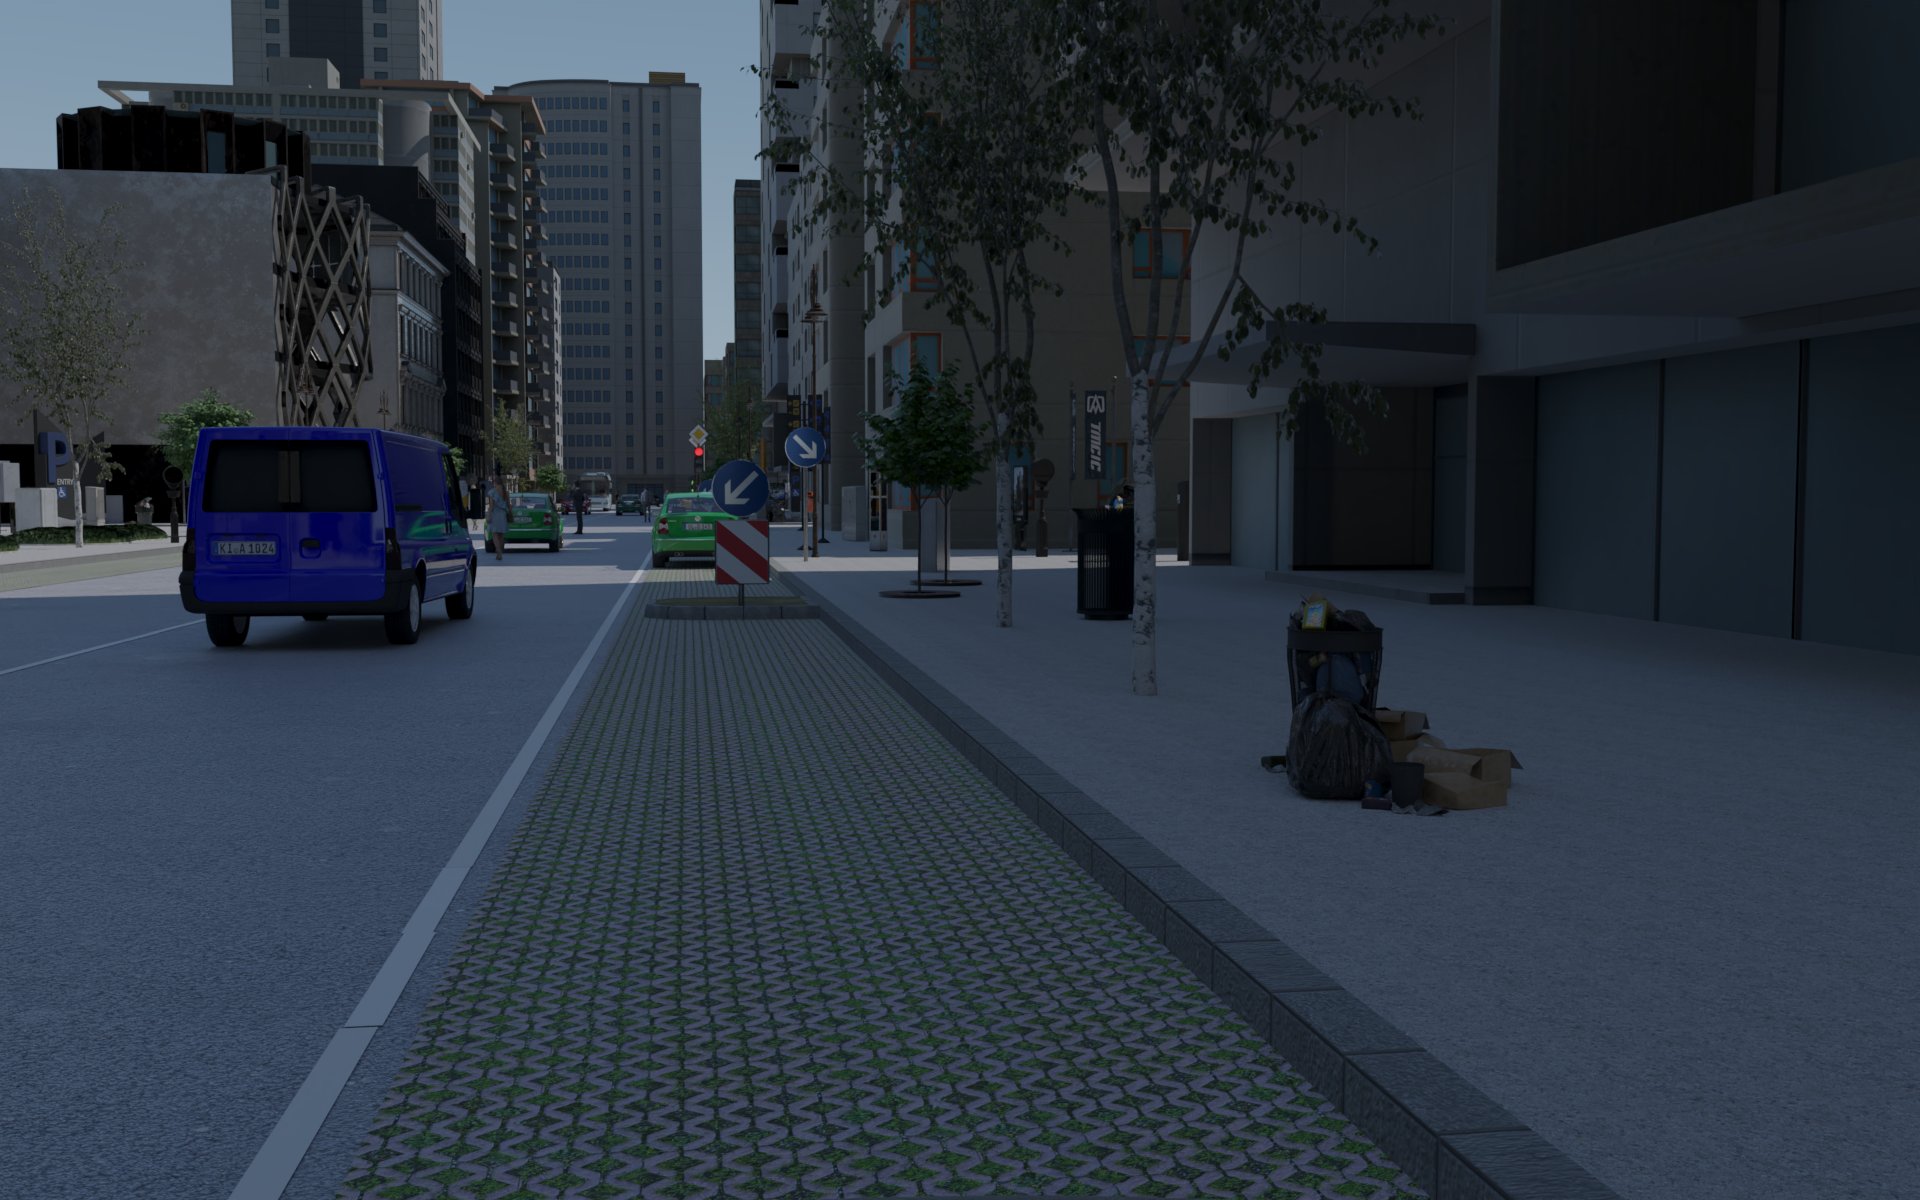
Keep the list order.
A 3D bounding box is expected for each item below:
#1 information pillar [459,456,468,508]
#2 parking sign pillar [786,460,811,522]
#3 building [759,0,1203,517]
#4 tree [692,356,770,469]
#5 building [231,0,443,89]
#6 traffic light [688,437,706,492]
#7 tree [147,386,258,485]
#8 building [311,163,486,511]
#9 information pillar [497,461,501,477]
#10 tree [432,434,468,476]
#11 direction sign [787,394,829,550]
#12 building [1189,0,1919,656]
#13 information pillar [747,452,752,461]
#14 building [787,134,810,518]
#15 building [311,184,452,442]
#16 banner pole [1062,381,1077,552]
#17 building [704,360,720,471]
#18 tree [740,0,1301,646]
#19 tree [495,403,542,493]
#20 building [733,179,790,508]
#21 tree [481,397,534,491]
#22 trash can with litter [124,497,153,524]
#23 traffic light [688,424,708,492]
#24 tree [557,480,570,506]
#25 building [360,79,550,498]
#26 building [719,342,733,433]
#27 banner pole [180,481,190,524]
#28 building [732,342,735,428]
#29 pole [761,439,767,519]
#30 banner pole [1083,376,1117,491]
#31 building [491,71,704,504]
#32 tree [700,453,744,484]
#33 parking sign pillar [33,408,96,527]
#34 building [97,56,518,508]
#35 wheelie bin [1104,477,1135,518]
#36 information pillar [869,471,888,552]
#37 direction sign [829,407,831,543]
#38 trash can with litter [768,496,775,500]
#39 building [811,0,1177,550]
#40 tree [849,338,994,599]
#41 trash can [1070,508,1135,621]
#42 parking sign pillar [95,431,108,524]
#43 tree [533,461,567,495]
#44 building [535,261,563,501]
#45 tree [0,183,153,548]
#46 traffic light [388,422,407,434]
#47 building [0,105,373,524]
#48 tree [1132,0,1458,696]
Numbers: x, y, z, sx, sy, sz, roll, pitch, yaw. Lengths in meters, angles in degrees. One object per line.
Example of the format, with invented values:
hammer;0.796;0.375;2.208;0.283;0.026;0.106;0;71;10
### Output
information pillar;-30.507;-7.034;106.360;0.504;3.616;0.183;-1;4;-20
parking sign pillar;-7.624;-5.607;80.142;1.447;3.967;1.447;0;4;-8
building;-0.489;-32.828;125.973;28.713;52.752;27.495;-1;4;-9
tree;-11.963;-8.644;91.699;4.737;8.622;4.395;0;3;0
building;-73.271;-47.029;207.170;20.611;71.187;20.563;-1;4;-9
traffic light;-11.772;-5.427;77.649;0.839;4.253;0.868;-1;4;-9
tree;-22.758;-4.207;52.493;4.285;4.588;4.351;0;3;0
building;-41.603;-18.050;124.796;12.332;23.373;15.834;-1;4;-9
information pillar;-32.982;-8.109;123.935;0.183;3.616;0.504;-2;4;-35
tree;-28.283;-6.711;93.444;4.285;4.588;4.351;0;3;0
direction sign;-3.541;-2.907;39.531;0.876;3.537;0.379;1;4;20
building;16.963;-26.300;19.237;28.713;52.752;27.495;-1;4;-9
information pillar;-11.592;-6.365;95.429;0.183;3.616;0.504;-3;4;-36
building;5.667;-15.395;96.741;28.899;21.520;27.650;-1;4;-9
building;-38.226;-14.868;107.714;10.561;19.102;19.286;-1;4;-9
banner pole;2.479;-2.942;38.122;0.401;3.779;0.863;0;4;-5
building;-22.529;-24.897;252.101;28.899;21.520;27.650;-1;4;-9
tree;0.212;-4.037;16.365;4.360;8.622;3.978;0;3;0
tree;-35.876;-11.595;139.947;4.360;8.622;3.978;0;3;0
building;-14.118;-23.886;162.235;14.160;30.474;14.107;-1;4;-9
tree;-34.262;-11.083;131.565;4.737;8.622;4.395;0;3;0
trash can with litter;-29.764;-3.135;62.647;1.055;1.170;0.624;0;4;-5
traffic light;-10.530;-4.944;69.760;0.839;4.253;0.868;-1;4;-9
tree;-44.160;-12.056;191.712;1.663;3.219;1.824;0;3;0
building;-56.089;-32.489;185.811;22.147;44.769;28.867;-1;4;-9
building;-15.119;-22.557;213.840;27.650;21.520;28.899;-1;4;-9
banner pole;-32.950;-5.132;73.923;0.401;3.779;0.863;2;4;29
building;-9.629;-20.789;184.939;27.650;21.520;28.899;-1;4;-9
pole;-7.252;-4.291;63.998;0.158;3.312;0.155;0;3;0
banner pole;3.040;-2.863;36.821;0.863;3.779;0.401;0;4;-6
building;-50.452;-42.914;243.635;28.212;58.520;21.231;-1;4;-9
tree;-16.702;-8.642;125.015;4.285;4.588;4.351;0;3;0
parking sign pillar;-28.605;-4.056;54.789;1.447;3.967;1.447;1;4;14
building;-57.785;-28.557;158.782;32.217;40.220;23.993;-1;4;-9
wheelie bin;3.142;-1.549;33.233;0.693;1.594;0.980;0;4;-2
information pillar;-1.822;-2.094;38.726;0.304;2.012;0.304;2;4;31
direction sign;-3.588;-3.257;45.254;0.379;3.537;0.876;-2;4;-31
trash can with litter;-10.324;-5.115;95.009;0.624;1.170;1.055;-1;4;-17
building;10.093;-12.884;55.685;27.650;21.520;28.899;-1;4;-9
tree;-0.560;-1.661;21.765;1.663;3.219;1.824;0;3;0
trash can;1.504;-0.373;17.753;0.748;1.137;0.748;0;3;0
parking sign pillar;-37.131;-5.215;73.736;1.447;3.967;1.447;-3;4;-38
tree;-40.425;-11.451;170.943;4.285;4.588;4.351;0;3;0
building;-56.649;-27.080;214.453;14.107;30.474;14.160;-1;4;-9
tree;-21.117;-5.541;40.965;4.360;8.622;3.978;0;3;0
traffic light;-22.047;-4.833;67.938;0.839;4.253;0.868;-1;4;-9
building;-37.535;-13.226;83.704;16.820;18.784;16.811;-1;4;-9
tree;1.291;-3.685;10.615;4.360;8.622;3.978;0;3;0
